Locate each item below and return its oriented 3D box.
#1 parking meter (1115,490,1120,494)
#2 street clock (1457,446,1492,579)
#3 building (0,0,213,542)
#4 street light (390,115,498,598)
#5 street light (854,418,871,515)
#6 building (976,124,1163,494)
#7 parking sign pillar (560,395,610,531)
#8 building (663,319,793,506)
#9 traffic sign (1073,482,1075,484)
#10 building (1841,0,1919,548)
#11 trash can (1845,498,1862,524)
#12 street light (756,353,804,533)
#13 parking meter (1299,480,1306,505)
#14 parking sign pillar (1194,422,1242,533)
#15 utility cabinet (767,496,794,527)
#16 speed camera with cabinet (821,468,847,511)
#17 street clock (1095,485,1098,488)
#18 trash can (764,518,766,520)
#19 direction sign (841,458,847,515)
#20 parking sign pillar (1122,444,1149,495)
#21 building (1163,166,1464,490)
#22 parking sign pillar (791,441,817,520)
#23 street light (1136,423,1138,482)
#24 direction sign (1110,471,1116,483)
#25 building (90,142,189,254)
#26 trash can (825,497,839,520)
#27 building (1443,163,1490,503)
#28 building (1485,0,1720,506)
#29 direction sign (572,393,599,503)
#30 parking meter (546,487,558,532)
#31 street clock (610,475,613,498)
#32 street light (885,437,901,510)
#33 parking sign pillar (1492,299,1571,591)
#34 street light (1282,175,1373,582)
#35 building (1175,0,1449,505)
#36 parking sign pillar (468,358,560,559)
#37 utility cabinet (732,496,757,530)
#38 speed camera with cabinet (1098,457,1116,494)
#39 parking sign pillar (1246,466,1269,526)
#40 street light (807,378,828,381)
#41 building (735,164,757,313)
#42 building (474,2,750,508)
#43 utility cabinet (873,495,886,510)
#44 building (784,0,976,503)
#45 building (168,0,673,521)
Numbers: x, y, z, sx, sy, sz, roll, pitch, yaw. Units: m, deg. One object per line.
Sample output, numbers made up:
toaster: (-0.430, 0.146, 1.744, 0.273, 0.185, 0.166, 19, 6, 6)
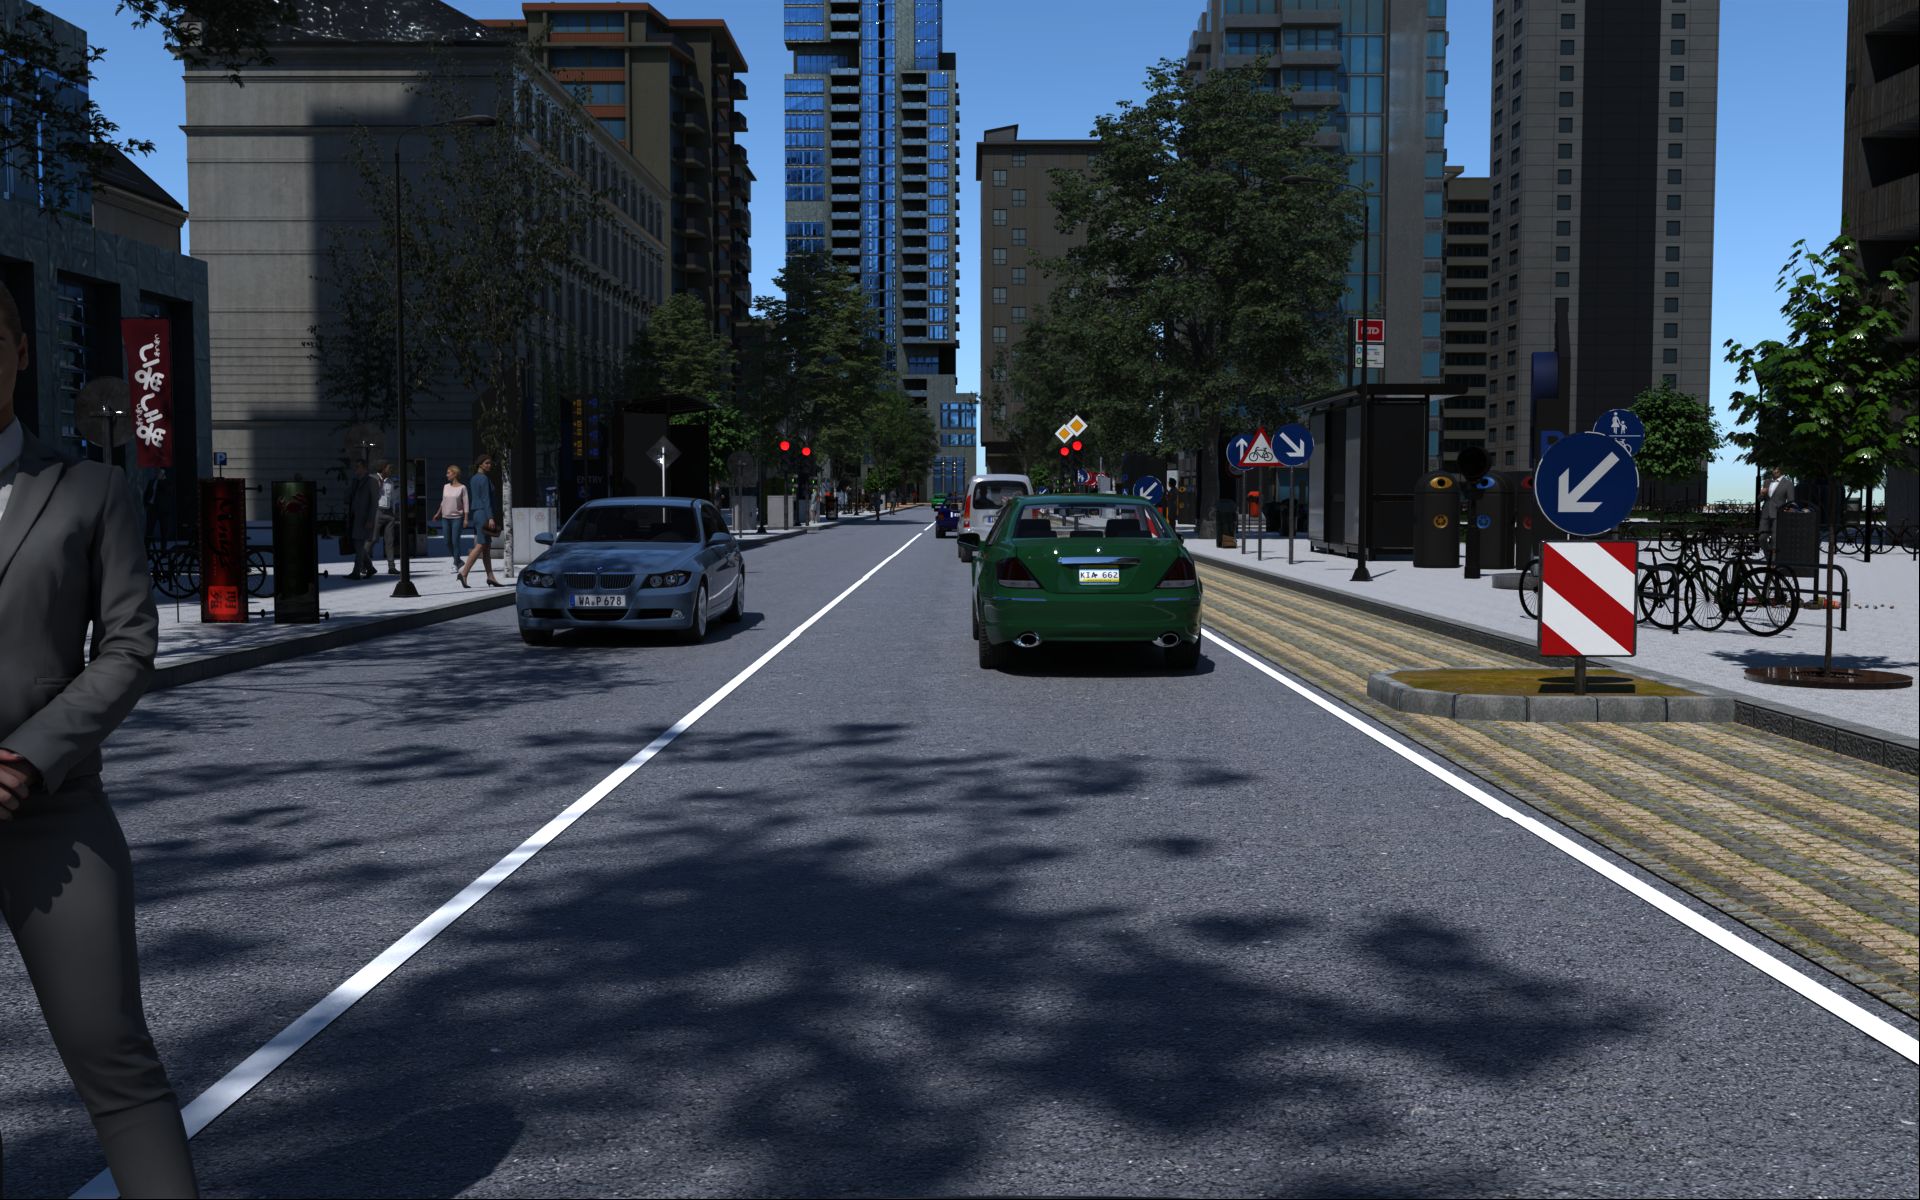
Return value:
parking meter: (9.287, -5.773, 102.796, 0.372, 1.533, 0.369, 0, 3, 0)
street clock: (7.782, -1.326, 26.248, 0.471, 2.002, 0.358, 2, 4, 34)
building: (-36.415, -44.165, 34.773, 31.000, 86.520, 22.319, 0, 4, 0)
street light: (-6.371, -2.988, 21.400, 1.470, 5.913, 1.316, 0, 4, 0)
street light: (-5.751, -8.102, 105.004, 1.470, 5.913, 1.316, 0, 4, 0)
building: (16.129, -40.721, 255.030, 27.495, 52.752, 28.713, 0, 4, 0)
parking sign pillar: (-10.188, -3.581, 47.029, 1.447, 3.967, 1.447, 0, 4, -2)
building: (-34.443, -21.246, 192.418, 28.899, 21.520, 27.650, 0, 4, 0)
traffic sign: (9.357, -8.845, 144.619, 0.884, 2.594, 0.081, 0, 4, 5)
building: (28.569, -16.389, 39.656, 14.160, 30.474, 14.107, 0, 4, 0)
trash can: (36.234, -3.590, 70.350, 0.748, 1.137, 0.748, 0, 3, 0)
street light: (-6.012, -5.171, 57.084, 1.470, 5.913, 1.316, 0, 4, 0)
parking meter: (14.345, -4.092, 72.616, 0.255, 1.863, 0.399, 0, 4, 8)
parking sign pillar: (8.534, -4.237, 57.751, 1.447, 3.967, 1.447, 0, 4, 1)
utility cabinet: (-7.090, -3.504, 68.444, 1.020, 1.237, 0.306, 0, 4, -3)
speed camera with cabinet: (-9.779, -8.556, 134.233, 2.038, 3.252, 0.660, -1, 4, -22)
street clock: (10.503, -7.786, 131.865, 0.471, 2.002, 0.358, 3, 4, 36)
trash can: (-9.133, -4.340, 82.620, 0.748, 1.137, 0.748, 0, 3, 0)
direction sign: (-7.271, -7.136, 108.674, 0.379, 3.537, 0.876, 1, 4, 9)
parking sign pillar: (7.529, -5.250, 74.307, 1.447, 3.967, 1.447, -3, 5, -42)
building: (37.009, -30.716, 194.080, 32.217, 40.220, 23.993, 0, 4, 0)
parking sign pillar: (-7.878, -6.055, 87.470, 1.447, 3.967, 1.447, -1, 4, -22)
street light: (5.671, -5.392, 60.700, 1.470, 5.913, 1.316, 0, 4, 0)
direction sign: (10.462, -7.711, 118.077, 0.379, 3.537, 0.876, -1, 4, -22)
building: (-50.700, -13.694, 88.519, 19.286, 19.102, 10.561, 0, 4, 0)
trash can: (-6.300, -4.496, 85.157, 0.748, 1.137, 0.748, 0, 3, 0)
building: (65.630, -38.394, 251.442, 21.600, 48.544, 21.300, 0, 4, 0)
building: (70.185, -46.242, 194.312, 20.611, 71.187, 20.563, 0, 4, 0)
direction sign: (-8.476, -2.892, 39.282, 0.876, 3.537, 0.379, 3, 4, 37)
parking meter: (-13.652, -3.027, 57.896, 0.372, 1.533, 0.369, 0, 3, 0)
street clock: (-11.076, -3.100, 55.254, 0.471, 2.002, 0.358, 0, 4, -2)
street light: (-5.515, -10.290, 140.777, 1.470, 5.913, 1.316, 0, 4, 0)
parking sign pillar: (8.002, -2.141, 23.476, 1.447, 3.967, 1.447, 1, 4, 16)
street light: (5.388, -3.234, 25.411, 1.470, 5.913, 1.316, 0, 4, 0)
building: (32.680, -33.385, 165.449, 23.786, 49.044, 30.456, 0, 4, 0)
parking sign pillar: (-9.155, -2.833, 34.792, 1.447, 3.967, 1.447, 2, 4, 27)
utility cabinet: (-7.674, -3.092, 61.715, 0.306, 1.237, 1.020, 2, 4, 34)
speed camera with cabinet: (7.781, -5.949, 91.607, 0.660, 3.252, 2.038, 0, 4, -8)
parking sign pillar: (12.017, -5.055, 71.114, 1.447, 3.967, 1.447, 0, 4, 2)
street light: (-5.972, -5.915, 69.253, 1.470, 5.913, 1.316, 0, 4, 0)
building: (-43.100, -40.742, 255.370, 27.495, 52.752, 28.713, 0, 4, 0)
building: (-31.292, -30.825, 158.606, 22.147, 44.769, 28.867, 0, 4, 0)
utility cabinet: (-6.521, -7.865, 139.749, 1.020, 1.237, 0.306, 1, 4, 12)
building: (-13.132, -57.438, 251.784, 31.000, 86.520, 22.319, 0, 4, 0)
building: (-29.050, -20.065, 104.473, 17.030, 29.872, 44.131, 0, 4, 0)
